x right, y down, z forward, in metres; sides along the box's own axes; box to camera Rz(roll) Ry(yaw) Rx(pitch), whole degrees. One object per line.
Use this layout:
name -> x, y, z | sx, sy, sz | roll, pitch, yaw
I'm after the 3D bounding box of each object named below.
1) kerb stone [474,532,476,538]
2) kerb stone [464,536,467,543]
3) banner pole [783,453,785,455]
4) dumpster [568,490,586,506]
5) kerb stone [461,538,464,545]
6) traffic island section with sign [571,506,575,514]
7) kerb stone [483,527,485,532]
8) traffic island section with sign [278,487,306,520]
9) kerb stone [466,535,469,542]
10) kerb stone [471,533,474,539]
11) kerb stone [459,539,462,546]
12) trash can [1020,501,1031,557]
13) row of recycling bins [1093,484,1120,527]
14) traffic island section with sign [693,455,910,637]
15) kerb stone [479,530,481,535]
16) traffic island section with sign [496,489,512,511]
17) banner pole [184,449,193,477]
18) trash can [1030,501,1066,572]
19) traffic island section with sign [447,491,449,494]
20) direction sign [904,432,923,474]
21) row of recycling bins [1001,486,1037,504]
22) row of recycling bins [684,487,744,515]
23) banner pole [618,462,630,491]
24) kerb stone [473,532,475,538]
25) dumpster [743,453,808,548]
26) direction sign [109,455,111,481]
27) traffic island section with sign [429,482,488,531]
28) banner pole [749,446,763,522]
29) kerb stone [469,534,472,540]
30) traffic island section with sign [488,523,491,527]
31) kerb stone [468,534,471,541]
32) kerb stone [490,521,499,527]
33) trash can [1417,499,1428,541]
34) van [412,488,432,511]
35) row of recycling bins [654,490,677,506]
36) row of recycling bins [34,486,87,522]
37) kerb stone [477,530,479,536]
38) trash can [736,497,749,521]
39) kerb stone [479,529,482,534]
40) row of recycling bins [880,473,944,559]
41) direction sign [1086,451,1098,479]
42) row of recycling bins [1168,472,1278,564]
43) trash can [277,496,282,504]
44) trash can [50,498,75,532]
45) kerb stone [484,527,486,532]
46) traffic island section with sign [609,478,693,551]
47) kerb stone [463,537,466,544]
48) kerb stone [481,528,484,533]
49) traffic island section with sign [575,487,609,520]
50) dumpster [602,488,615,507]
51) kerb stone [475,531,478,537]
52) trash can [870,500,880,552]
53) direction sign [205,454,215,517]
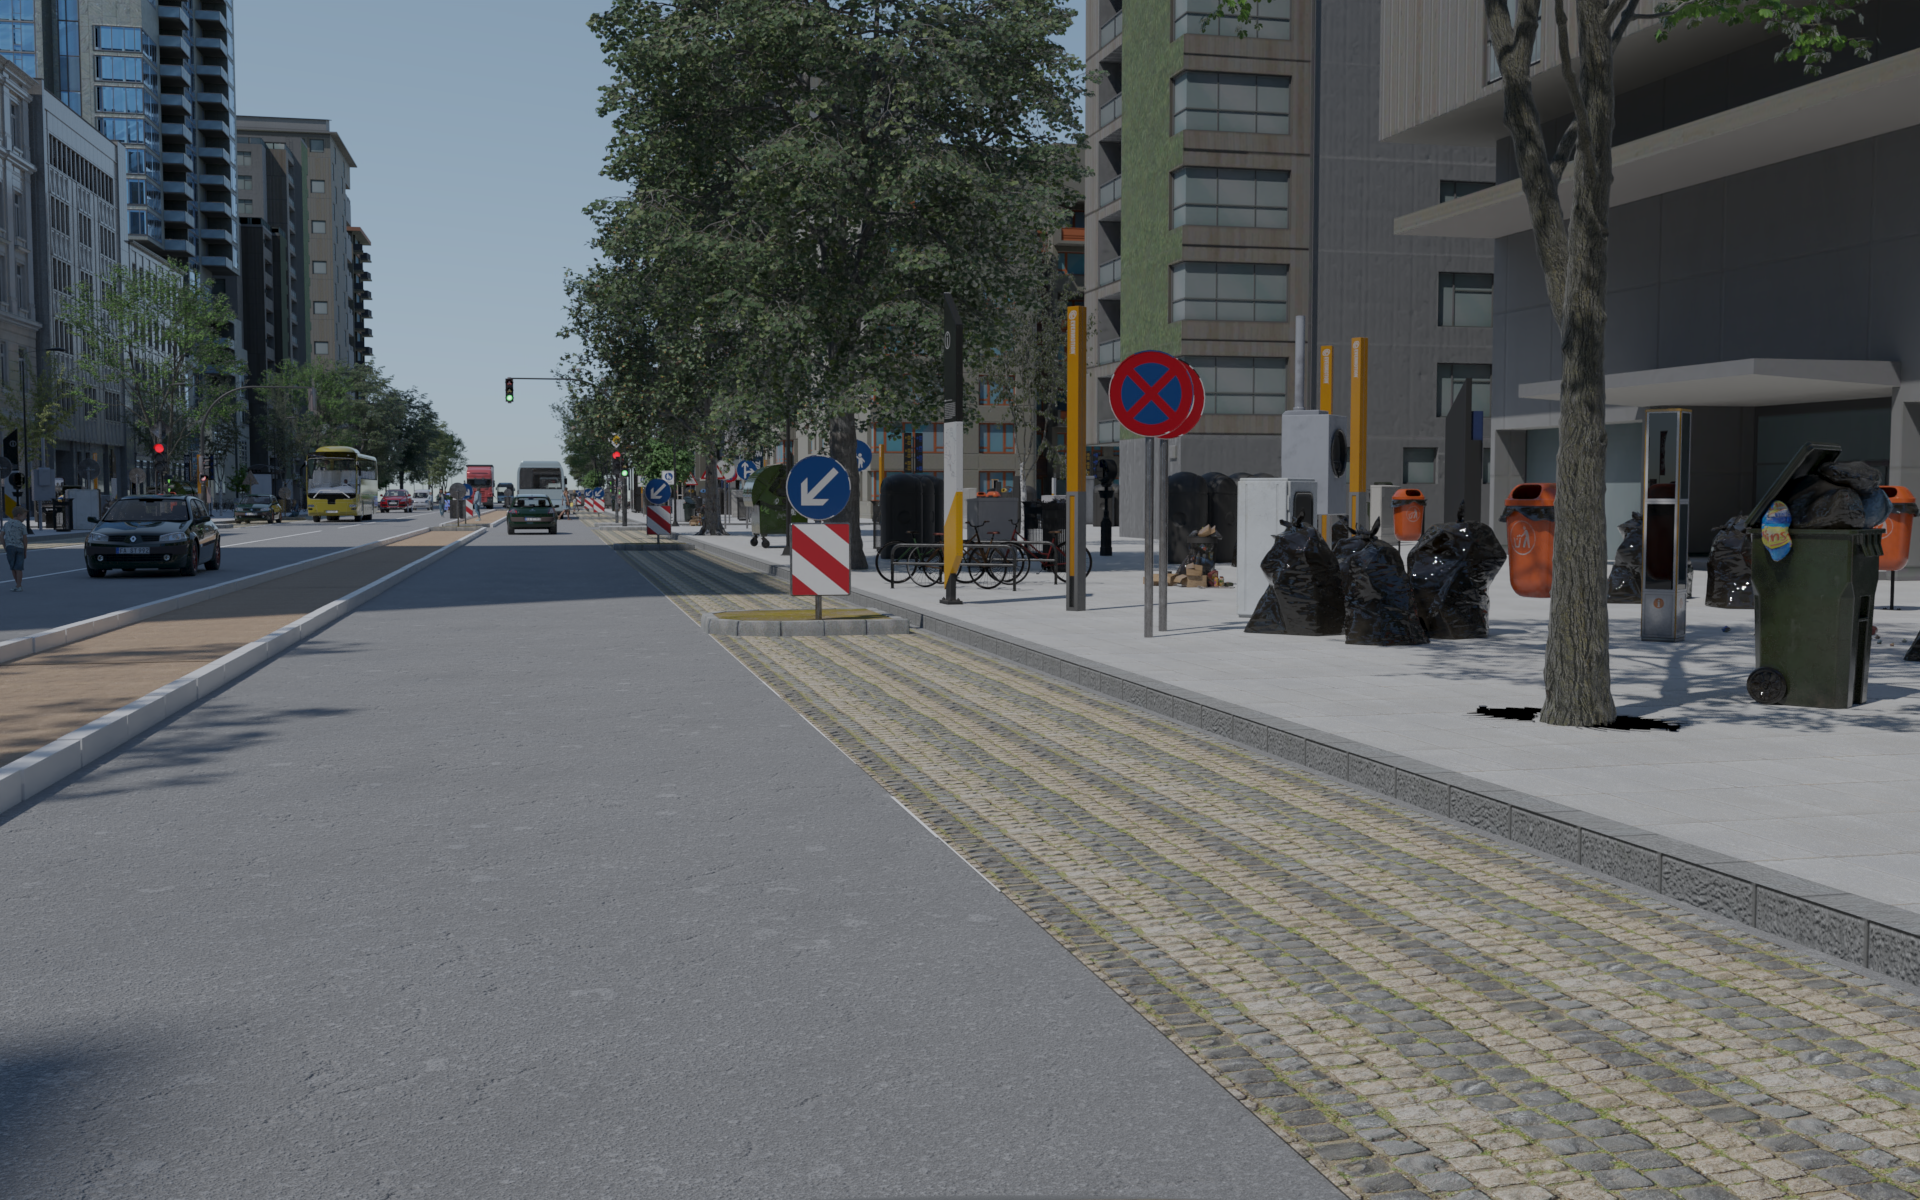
kerb stone -> -15.646, -2.032, 55.419 | 0.120, 0.150, 1.000 | -1, 4, -13
kerb stone -> -14.219, -1.666, 49.439 | 0.120, 0.150, 1.000 | -1, 4, -13
banner pole -> -10.409, -6.994, 104.372 | 0.863, 3.779, 0.401 | 2, 4, 34
dumpster -> -38.863, -10.254, 175.864 | 1.865, 1.857, 1.264 | -1, 4, -11
kerb stone -> -13.753, -1.543, 47.448 | 0.120, 0.150, 1.000 | -1, 4, -13
traffic island section with sign -> -26.718, -7.059, 124.041 | 1.989, 1.847, 2.006 | -1, 4, -13
kerb stone -> -17.282, -2.454, 62.402 | 0.120, 0.150, 1.000 | -1, 4, -13
traffic island section with sign -> -36.920, -5.265, 94.715 | 1.989, 1.847, 2.006 | -1, 4, -13
kerb stone -> -14.456, -1.728, 50.441 | 0.120, 0.150, 1.000 | -1, 4, -13
kerb stone -> -15.171, -1.910, 53.431 | 0.120, 0.150, 1.000 | -1, 4, -13
kerb stone -> -13.513, -1.484, 46.454 | 0.120, 0.150, 1.000 | -1, 4, -13
trash can -> 1.581, -1.409, 34.695 | 0.748, 1.137, 0.748 | 0, 3, 0
row of recycling bins -> 6.414, -3.785, 68.996 | 1.069, 1.692, 3.534 | 3, 4, 38
traffic island section with sign -> -1.704, -0.590, 18.267 | 1.989, 1.847, 2.006 | -1, 4, -13
kerb stone -> -16.336, -2.215, 58.412 | 0.120, 0.150, 1.000 | -1, 4, -13
traffic island section with sign -> -38.578, -8.537, 147.718 | 2.006, 1.907, 1.989 | -1, 4, -13
banner pole -> -42.900, -6.508, 96.422 | 0.863, 3.779, 0.401 | 2, 4, 26
trash can -> 1.665, -1.038, 28.624 | 0.748, 1.137, 0.748 | 0, 3, 0
traffic island section with sign -> -73.393, -14.694, 248.873 | 1.989, 1.847, 2.006 | -1, 4, -13
direction sign -> -1.720, -4.397, 63.882 | 0.876, 3.537, 0.379 | -3, 5, -40
row of recycling bins -> 2.925, -4.857, 86.532 | 1.069, 1.692, 3.534 | -1, 4, -19
row of recycling bins -> -15.358, -6.105, 106.935 | 3.534, 1.692, 1.069 | 0, 4, 7
banner pole -> -22.789, -7.759, 116.881 | 0.863, 3.779, 0.401 | -1, 4, -14
kerb stone -> -15.397, -1.971, 54.428 | 0.120, 0.150, 1.000 | -1, 4, -13
dumpster -> -4.359, -2.391, 41.589 | 1.502, 2.255, 1.985 | -1, 4, -13
direction sign -> -49.191, -6.643, 100.609 | 0.379, 3.537, 0.876 | 0, 4, -6
traffic island section with sign -> -19.570, -3.624, 67.382 | 2.006, 1.907, 1.989 | -1, 4, -13
banner pole -> -9.348, -5.430, 78.794 | 0.863, 3.779, 0.401 | -1, 4, -8
kerb stone -> -14.927, -1.847, 52.438 | 0.120, 0.150, 1.000 | -1, 4, -13
traffic island section with sign -> -21.267, -4.065, 74.593 | 2.006, 1.907, 1.989 | -1, 4, -13
kerb stone -> -14.689, -1.789, 51.442 | 0.120, 0.150, 1.000 | -1, 4, -13
kerb stone -> -20.953, -3.402, 77.917 | 0.120, 0.150, 1.000 | -1, 4, -13
trash can -> 12.441, -2.194, 47.521 | 0.748, 1.137, 0.748 | 0, 3, 0
van -> -47.227, -8.864, 151.940 | 2.013, 2.044, 4.112 | -1, 4, -12
row of recycling bins -> -24.274, -8.518, 146.382 | 3.534, 1.692, 1.069 | -1, 4, -17
row of recycling bins -> -41.709, -4.479, 80.340 | 1.069, 1.692, 3.534 | 0, 4, 4
kerb stone -> -16.102, -2.154, 57.415 | 0.120, 0.150, 1.000 | -1, 4, -13
trash can -> -10.367, -4.361, 82.961 | 0.748, 1.137, 0.748 | 0, 3, 0
kerb stone -> -16.579, -2.276, 59.407 | 0.120, 0.150, 1.000 | -1, 4, -13
row of recycling bins -> -0.891, -1.750, 35.724 | 1.069, 1.692, 3.534 | 1, 4, 10
direction sign -> 6.919, -6.076, 91.341 | 0.876, 3.537, 0.379 | -2, 4, -32
row of recycling bins -> 5.063, -1.578, 32.913 | 1.069, 1.692, 3.534 | 3, 5, 41
trash can -> -53.280, -7.588, 135.716 | 0.748, 1.137, 0.748 | 0, 3, 0
trash can -> -30.487, -2.888, 58.867 | 0.748, 1.137, 0.748 | 0, 3, 0
kerb stone -> -17.518, -2.520, 63.398 | 0.120, 0.150, 1.000 | -1, 4, -13
traffic island section with sign -> -7.903, -2.194, 44.502 | 1.989, 1.847, 2.006 | -1, 4, -13
kerb stone -> -13.981, -1.603, 48.444 | 0.120, 0.150, 1.000 | -1, 4, -13
kerb stone -> -17.042, -2.398, 61.406 | 0.120, 0.150, 1.000 | -1, 4, -13
traffic island section with sign -> -20.528, -5.454, 97.804 | 1.989, 1.847, 2.006 | -1, 4, -13
dumpster -> -29.502, -8.580, 146.044 | 1.264, 1.857, 1.865 | -1, 4, -13
kerb stone -> -15.866, -2.093, 56.420 | 0.120, 0.150, 1.000 | -1, 4, -13
trash can -> -1.639, -1.649, 38.612 | 0.748, 1.137, 0.748 | 0, 3, 0
direction sign -> -42.412, -6.481, 97.966 | 0.876, 3.537, 0.379 | 3, 5, 40
